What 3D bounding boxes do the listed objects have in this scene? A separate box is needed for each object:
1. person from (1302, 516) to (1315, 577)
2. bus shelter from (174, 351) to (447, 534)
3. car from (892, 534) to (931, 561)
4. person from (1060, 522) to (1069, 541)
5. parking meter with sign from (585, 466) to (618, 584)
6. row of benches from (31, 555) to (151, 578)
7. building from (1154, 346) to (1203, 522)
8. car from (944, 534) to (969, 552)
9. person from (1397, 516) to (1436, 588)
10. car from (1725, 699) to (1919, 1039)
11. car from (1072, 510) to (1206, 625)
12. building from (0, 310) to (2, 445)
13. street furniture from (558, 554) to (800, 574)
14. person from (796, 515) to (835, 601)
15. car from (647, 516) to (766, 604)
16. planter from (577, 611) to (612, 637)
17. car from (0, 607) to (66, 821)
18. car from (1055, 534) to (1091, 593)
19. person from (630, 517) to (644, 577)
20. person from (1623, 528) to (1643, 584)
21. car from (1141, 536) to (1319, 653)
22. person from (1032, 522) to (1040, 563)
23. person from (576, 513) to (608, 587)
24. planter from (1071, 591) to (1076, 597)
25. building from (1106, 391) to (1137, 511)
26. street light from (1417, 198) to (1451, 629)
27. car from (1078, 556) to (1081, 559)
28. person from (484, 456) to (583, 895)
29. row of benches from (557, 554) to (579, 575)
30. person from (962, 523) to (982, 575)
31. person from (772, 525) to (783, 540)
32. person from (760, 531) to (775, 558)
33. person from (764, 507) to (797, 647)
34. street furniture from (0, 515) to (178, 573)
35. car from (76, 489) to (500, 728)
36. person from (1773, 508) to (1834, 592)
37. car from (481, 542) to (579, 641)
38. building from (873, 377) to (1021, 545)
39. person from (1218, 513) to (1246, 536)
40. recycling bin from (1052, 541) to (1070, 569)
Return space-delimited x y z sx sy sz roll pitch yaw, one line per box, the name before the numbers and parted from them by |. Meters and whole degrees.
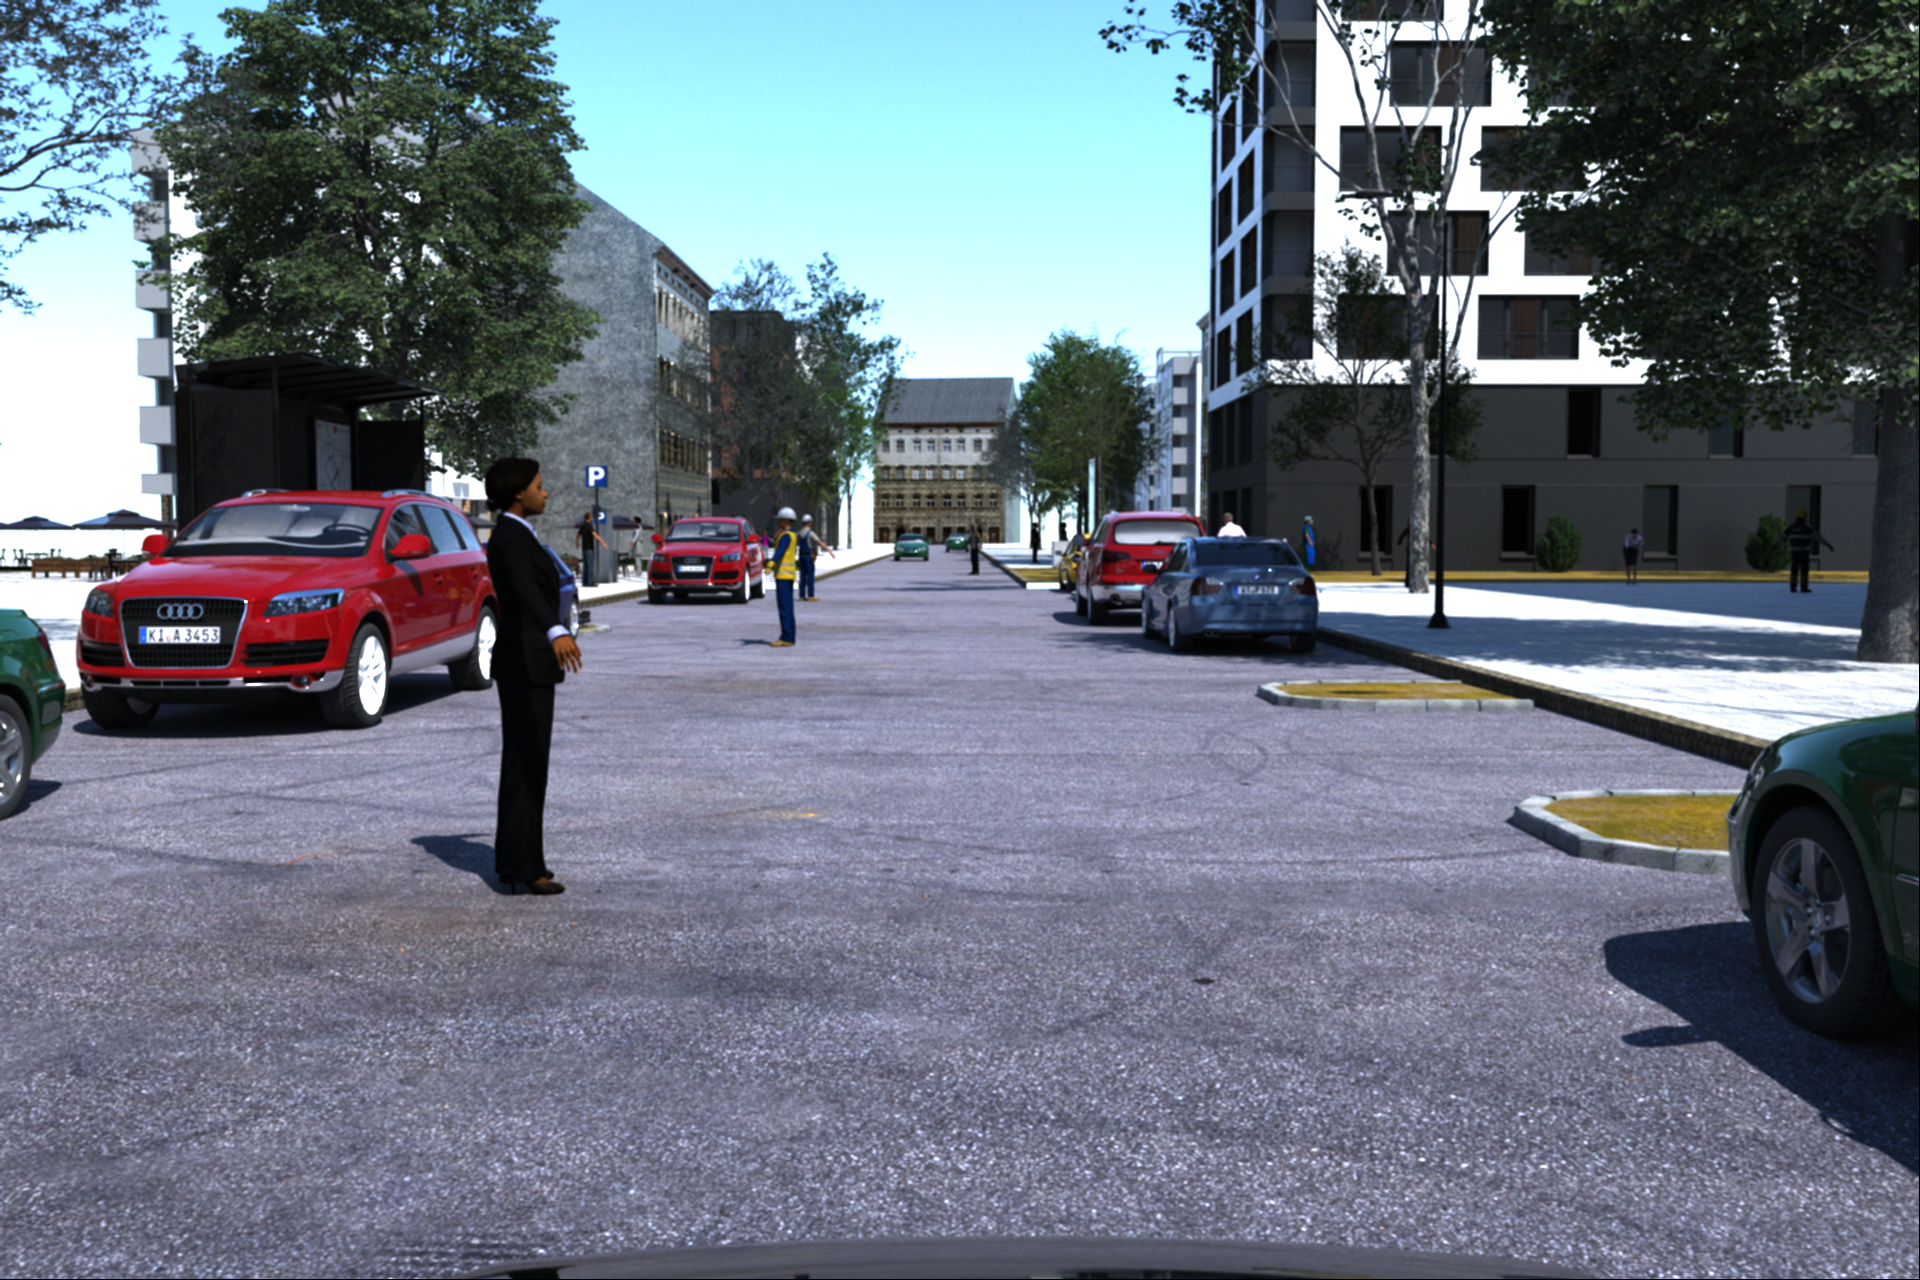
person | 10.398 -2.784 51.649 0.704 1.817 1.347 1 4 10
bus shelter | -9.294 -2.089 25.440 1.731 3.624 6.357 0 4 0
car | -2.596 -4.971 93.077 2.131 1.459 4.920 0 4 -1
person | 4.700 -4.385 77.844 0.704 1.843 1.345 1 4 12
parking meter with sign | -9.272 -2.984 45.046 0.543 3.016 1.738 0 4 -1
row of benches | -25.063 -2.148 50.583 4.104 0.672 1.422 1 4 10
building | 24.878 -19.489 175.063 16.016 20.090 11.380 0 4 0
car | -0.195 -7.630 136.548 2.131 1.459 4.920 0 4 0
person | 10.807 -2.098 41.104 0.721 1.729 1.215 -2 4 -30
car | 3.373 0.503 3.573 2.131 1.459 4.920 0 4 -2
car | 3.051 -1.237 28.891 2.281 1.827 5.304 0 4 0
building | -31.836 -12.908 30.124 14.460 24.649 34.723 0 4 0
street furniture | -10.215 -2.590 57.971 10.072 0.657 5.734 0 4 0
person | -3.252 -1.757 37.037 1.347 1.847 0.705 2 4 34
car | -5.365 -1.742 37.155 2.281 1.827 5.304 0 4 0
planter | -6.101 -0.232 24.933 1.991 0.319 1.994 0 4 0
car | -5.681 0.278 7.249 2.131 1.459 4.920 0 3 0
car | 3.418 -2.023 43.295 2.015 1.641 3.980 0 4 -1
person | -9.771 -2.823 52.337 0.705 1.806 1.347 0 4 -4
person | 17.185 -2.145 44.304 0.628 1.438 0.799 -1 4 -16
car | 3.403 -0.627 22.251 2.014 1.417 4.499 0 4 -1
person | 3.377 -4.333 77.037 0.705 1.806 1.347 1 4 10
person | -8.985 -2.187 41.980 0.705 1.803 1.348 -3 5 -44
planter | 3.591 -1.168 40.243 1.991 0.319 1.994 0 4 -1
building | 23.844 -22.357 221.960 16.016 20.090 11.380 0 4 -1
street light | 7.087 -3.116 23.494 1.470 5.913 1.316 0 3 0
car | 3.544 -1.497 37.056 1.945 1.354 3.894 0 4 -1
person | -1.686 0.134 6.995 0.721 1.740 1.216 -1 4 -21
row of benches | -13.960 -2.352 53.914 4.104 0.672 1.422 0 4 7
person | 0.489 -3.203 60.960 0.705 1.813 1.348 -2 4 -27
person | -8.277 -4.387 78.522 0.721 1.733 1.217 1 4 19
person | -8.571 -4.087 76.081 0.991 1.433 0.599 -1 4 -15
person | -2.314 -0.812 22.190 0.721 1.772 1.216 0 4 7
street furniture | -33.328 -3.389 60.434 27.439 1.986 14.083 -1 4 -9
car | -5.349 -0.354 14.457 2.281 1.827 5.304 0 3 0
person | 18.549 -1.983 38.193 0.704 1.858 1.351 -3 4 -36
car | -6.010 -0.567 21.848 1.945 1.354 3.894 0 4 0
building | -1.504 -24.986 241.902 18.063 23.208 19.493 1 4 8
person | 5.547 -1.753 35.641 0.756 1.711 0.436 -1 4 -11
recycling bin | 3.801 -3.181 64.568 0.722 1.027 0.722 0 4 0
